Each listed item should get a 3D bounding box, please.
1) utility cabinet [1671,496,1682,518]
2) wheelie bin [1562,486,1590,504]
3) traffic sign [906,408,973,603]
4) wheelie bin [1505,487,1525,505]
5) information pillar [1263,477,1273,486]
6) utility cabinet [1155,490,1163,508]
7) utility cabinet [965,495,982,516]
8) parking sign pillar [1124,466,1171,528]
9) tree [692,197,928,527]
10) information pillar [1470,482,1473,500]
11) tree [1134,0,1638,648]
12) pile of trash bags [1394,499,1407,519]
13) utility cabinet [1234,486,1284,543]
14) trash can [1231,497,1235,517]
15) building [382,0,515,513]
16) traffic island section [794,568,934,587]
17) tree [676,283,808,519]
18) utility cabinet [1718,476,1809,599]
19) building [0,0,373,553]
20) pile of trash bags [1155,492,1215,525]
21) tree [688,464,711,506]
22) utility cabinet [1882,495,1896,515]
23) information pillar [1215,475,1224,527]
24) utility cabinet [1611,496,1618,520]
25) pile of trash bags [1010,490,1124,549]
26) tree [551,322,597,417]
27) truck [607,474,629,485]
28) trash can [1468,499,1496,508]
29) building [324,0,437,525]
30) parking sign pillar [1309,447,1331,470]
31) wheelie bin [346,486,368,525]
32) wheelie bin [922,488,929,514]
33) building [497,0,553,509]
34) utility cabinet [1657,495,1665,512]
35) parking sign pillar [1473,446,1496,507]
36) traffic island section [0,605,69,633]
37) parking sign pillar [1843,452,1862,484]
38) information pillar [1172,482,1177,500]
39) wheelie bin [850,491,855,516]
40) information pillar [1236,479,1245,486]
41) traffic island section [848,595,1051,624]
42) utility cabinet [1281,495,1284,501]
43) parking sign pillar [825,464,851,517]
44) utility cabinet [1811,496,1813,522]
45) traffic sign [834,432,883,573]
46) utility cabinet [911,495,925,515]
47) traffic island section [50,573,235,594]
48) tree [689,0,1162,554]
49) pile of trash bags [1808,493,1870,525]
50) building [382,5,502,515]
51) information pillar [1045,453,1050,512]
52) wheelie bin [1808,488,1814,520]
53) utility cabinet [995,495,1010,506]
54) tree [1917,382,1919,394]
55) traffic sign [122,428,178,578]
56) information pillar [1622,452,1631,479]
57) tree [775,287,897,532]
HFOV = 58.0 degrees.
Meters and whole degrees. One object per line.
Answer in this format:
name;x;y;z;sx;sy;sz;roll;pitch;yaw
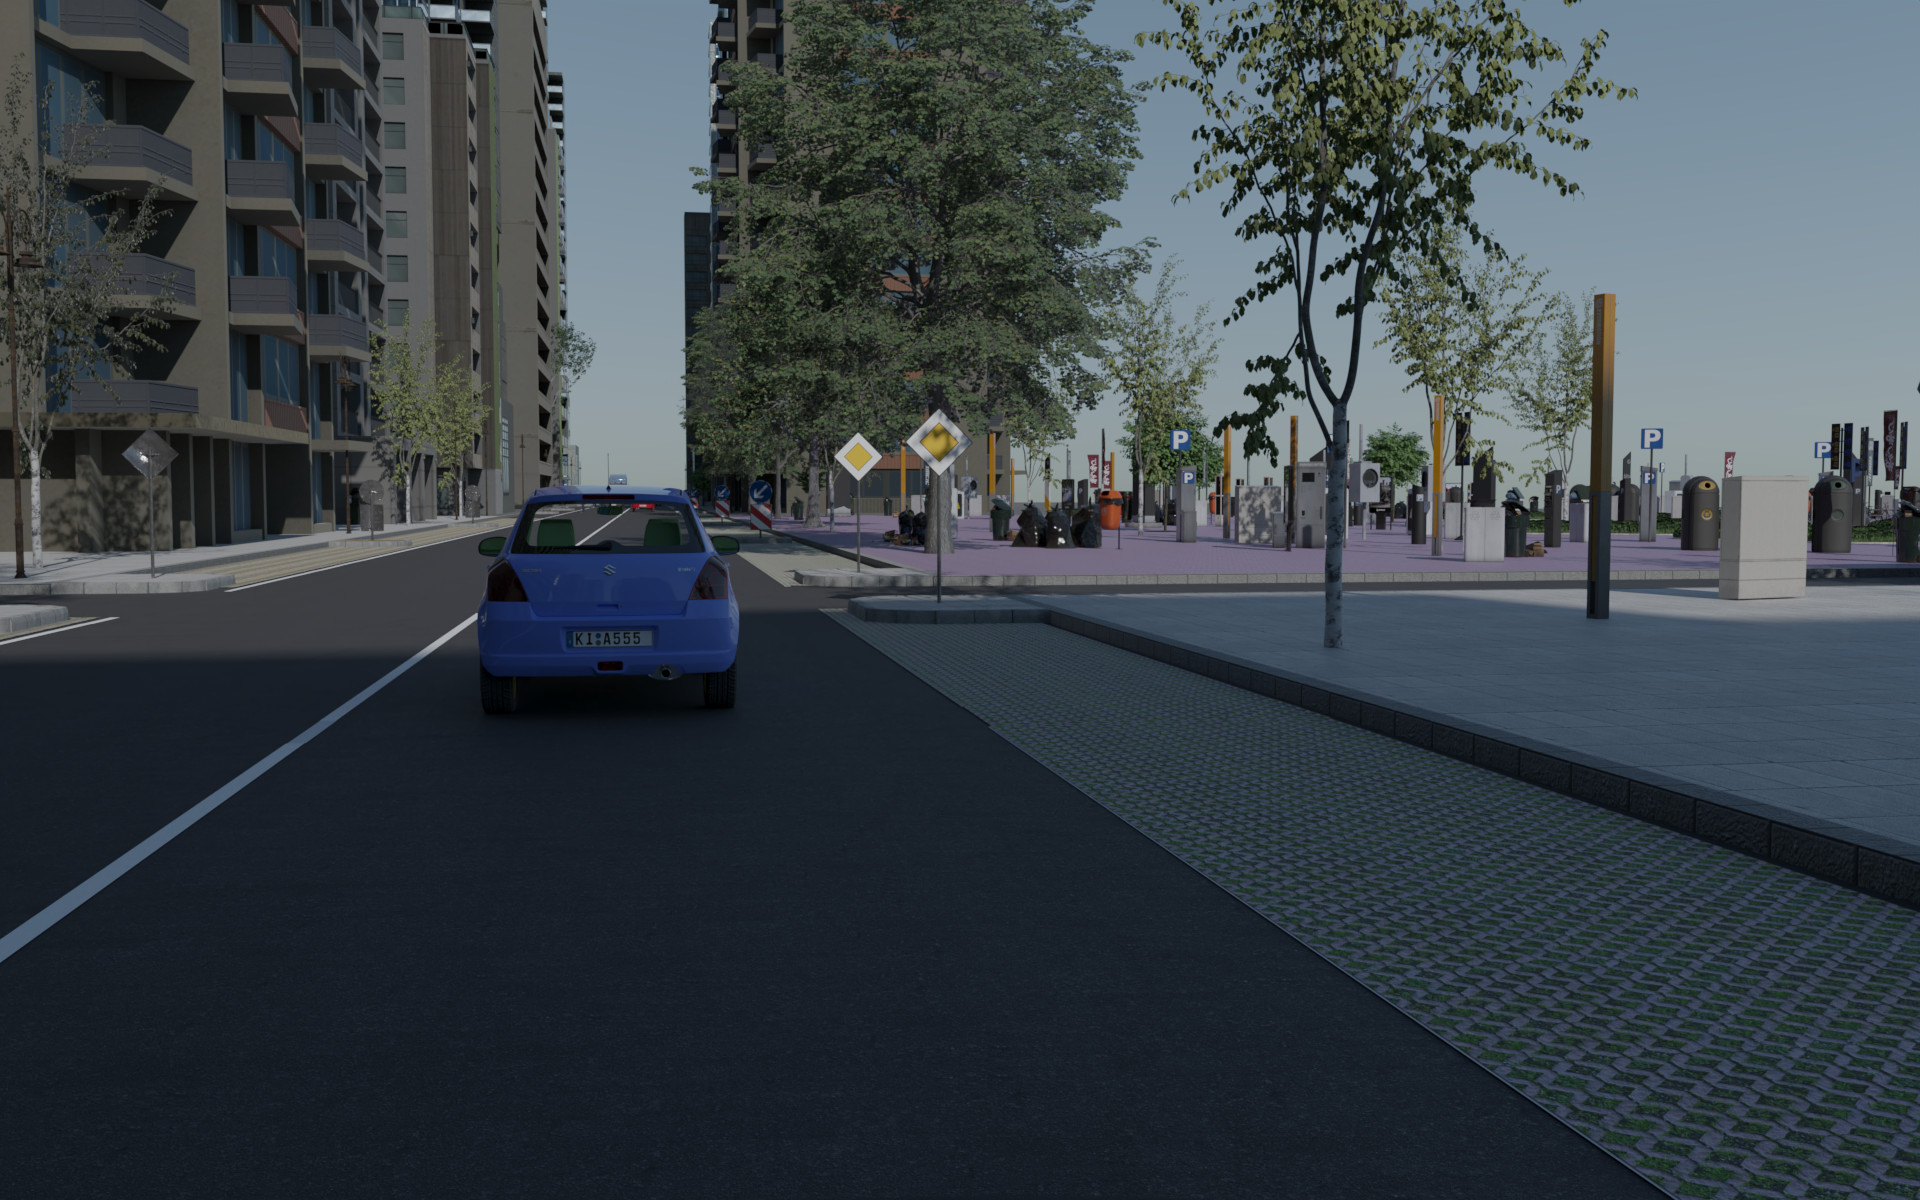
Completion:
utility cabinet;28.428;-3.467;67.854;1.020;1.237;0.306;1;4;15
wheelie bin;23.330;-3.491;64.983;0.980;1.594;0.693;-1;4;-16
traffic sign;-0.248;-1.020;20.328;0.795;2.450;0.064;-1;4;-10
wheelie bin;24.799;-4.255;77.469;0.693;1.594;0.980;3;4;36
information pillar;13.188;-4.258;74.116;0.304;2.012;0.304;-3;5;-44
utility cabinet;9.785;-4.877;88.423;1.173;1.500;0.318;3;5;44
utility cabinet;0.794;-5.660;103.708;1.020;1.237;0.306;-2;4;-32
parking sign pillar;7.028;-4.757;66.242;1.447;3.967;1.447;-1;4;-16
tree;-5.597;-9.176;67.039;9.611;12.733;9.660;0;3;0
information pillar;31.521;-6.240;106.520;0.304;2.012;0.304;1;4;13
tree;3.296;-3.919;14.432;4.737;8.622;4.395;0;3;0
pile of trash bags;22.998;-4.876;89.478;3.447;1.369;1.912;-1;4;-21
utility cabinet;7.759;-2.227;45.083;1.173;1.500;0.318;-1;4;-14
trash can;15.023;-5.191;96.522;0.748;1.137;0.748;0;3;0
building;-44.269;-49.768;126.379;22.319;86.520;31.000;-1;4;-10
traffic island section;-1.634;-0.366;28.269;2.009;0.180;2.903;-1;4;-10
tree;-9.164;-10.848;87.742;12.009;13.543;11.850;0;3;0
utility cabinet;9.813;-0.764;21.162;1.173;1.500;0.318;-2;4;-26
building;-29.398;-24.066;48.100;22.147;44.769;28.867;-1;4;-10
pile of trash bags;9.440;-3.806;71.975;3.447;1.369;1.912;-2;4;-28
tree;-27.991;-12.553;188.947;4.285;4.588;4.351;0;3;0
utility cabinet;53.940;-5.492;100.951;0.306;1.237;1.020;-3;5;-43
information pillar;10.273;-3.902;68.295;0.304;2.012;0.304;-3;5;-43
utility cabinet;24.546;-3.299;65.098;0.306;1.237;1.020;1;4;22
pile of trash bags;2.737;-1.926;41.241;1.912;1.369;3.447;-2;4;-33
tree;-43.445;-19.455;173.983;12.611;20.169;13.585;0;3;0
truck;-47.900;-15.471;242.703;2.967;4.110;18.799;-1;4;-11
trash can;13.813;-2.092;45.854;0.748;1.137;0.748;0;3;0
building;-35.742;-39.211;79.358;20.563;71.187;20.611;-1;4;-10
parking sign pillar;18.496;-6.108;88.336;1.447;3.967;1.447;2;4;30
wheelie bin;-25.075;-3.931;72.173;0.693;1.594;0.980;1;4;16
wheelie bin;-1.379;-4.771;85.918;0.980;1.594;0.693;-2;4;-24
building;-47.917;-32.407;153.554;21.300;48.544;21.600;-1;4;-10
utility cabinet;39.407;-5.262;97.191;1.020;1.237;0.306;1;4;9
parking sign pillar;29.766;-6.718;98.312;1.447;3.967;1.447;-2;4;-34
traffic island section;-10.900;0.231;18.510;2.009;0.180;2.903;-1;4;-10
parking sign pillar;48.464;-6.453;93.985;1.447;3.967;1.447;-2;4;-34
information pillar;11.813;-6.322;94.719;0.504;3.616;0.183;1;4;14
wheelie bin;-6.650;-5.854;103.613;0.693;1.594;0.980;0;4;-6
information pillar;13.225;-4.729;81.810;0.304;2.012;0.304;-3;5;-42
traffic island section;-0.227;0.115;20.409;2.009;0.180;2.903;-1;4;-10
utility cabinet;18.081;-5.323;98.184;1.020;1.237;0.306;2;4;26
parking sign pillar;-6.788;-6.603;96.439;1.447;3.967;1.447;-1;4;-17
utility cabinet;27.376;-2.704;55.379;0.306;1.237;1.020;2;4;25
traffic sign;-1.656;-1.501;28.188;0.795;2.450;0.064;-1;4;-10
utility cabinet;-2.306;-5.413;99.664;1.020;1.237;0.306;2;4;28
traffic island section;-12.307;-0.250;26.371;2.009;0.180;2.903;-1;4;-10
tree;-0.563;-7.971;36.974;9.857;13.997;8.962;0;3;0
pile of trash bags;36.388;-3.839;72.520;1.912;1.369;3.447;-1;4;-18
building;-36.086;-20.452;106.099;14.160;30.474;14.107;-1;4;-10
information pillar;4.992;-6.560;98.612;0.183;3.616;0.504;-2;4;-30
wheelie bin;41.641;-4.683;84.474;0.980;1.594;0.693;-3;4;-38
utility cabinet;2.057;-4.678;87.648;1.020;1.237;0.306;-3;5;-43
tree;5.055;-3.414;6.180;4.737;8.622;4.395;0;3;0
traffic sign;-12.285;-1.387;26.313;0.795;2.450;0.064;-1;4;-10
information pillar;36.790;-6.375;95.580;0.504;3.616;0.183;-1;4;-17
tree;-4.243;-6.580;57.943;4.360;8.622;3.978;0;3;0
